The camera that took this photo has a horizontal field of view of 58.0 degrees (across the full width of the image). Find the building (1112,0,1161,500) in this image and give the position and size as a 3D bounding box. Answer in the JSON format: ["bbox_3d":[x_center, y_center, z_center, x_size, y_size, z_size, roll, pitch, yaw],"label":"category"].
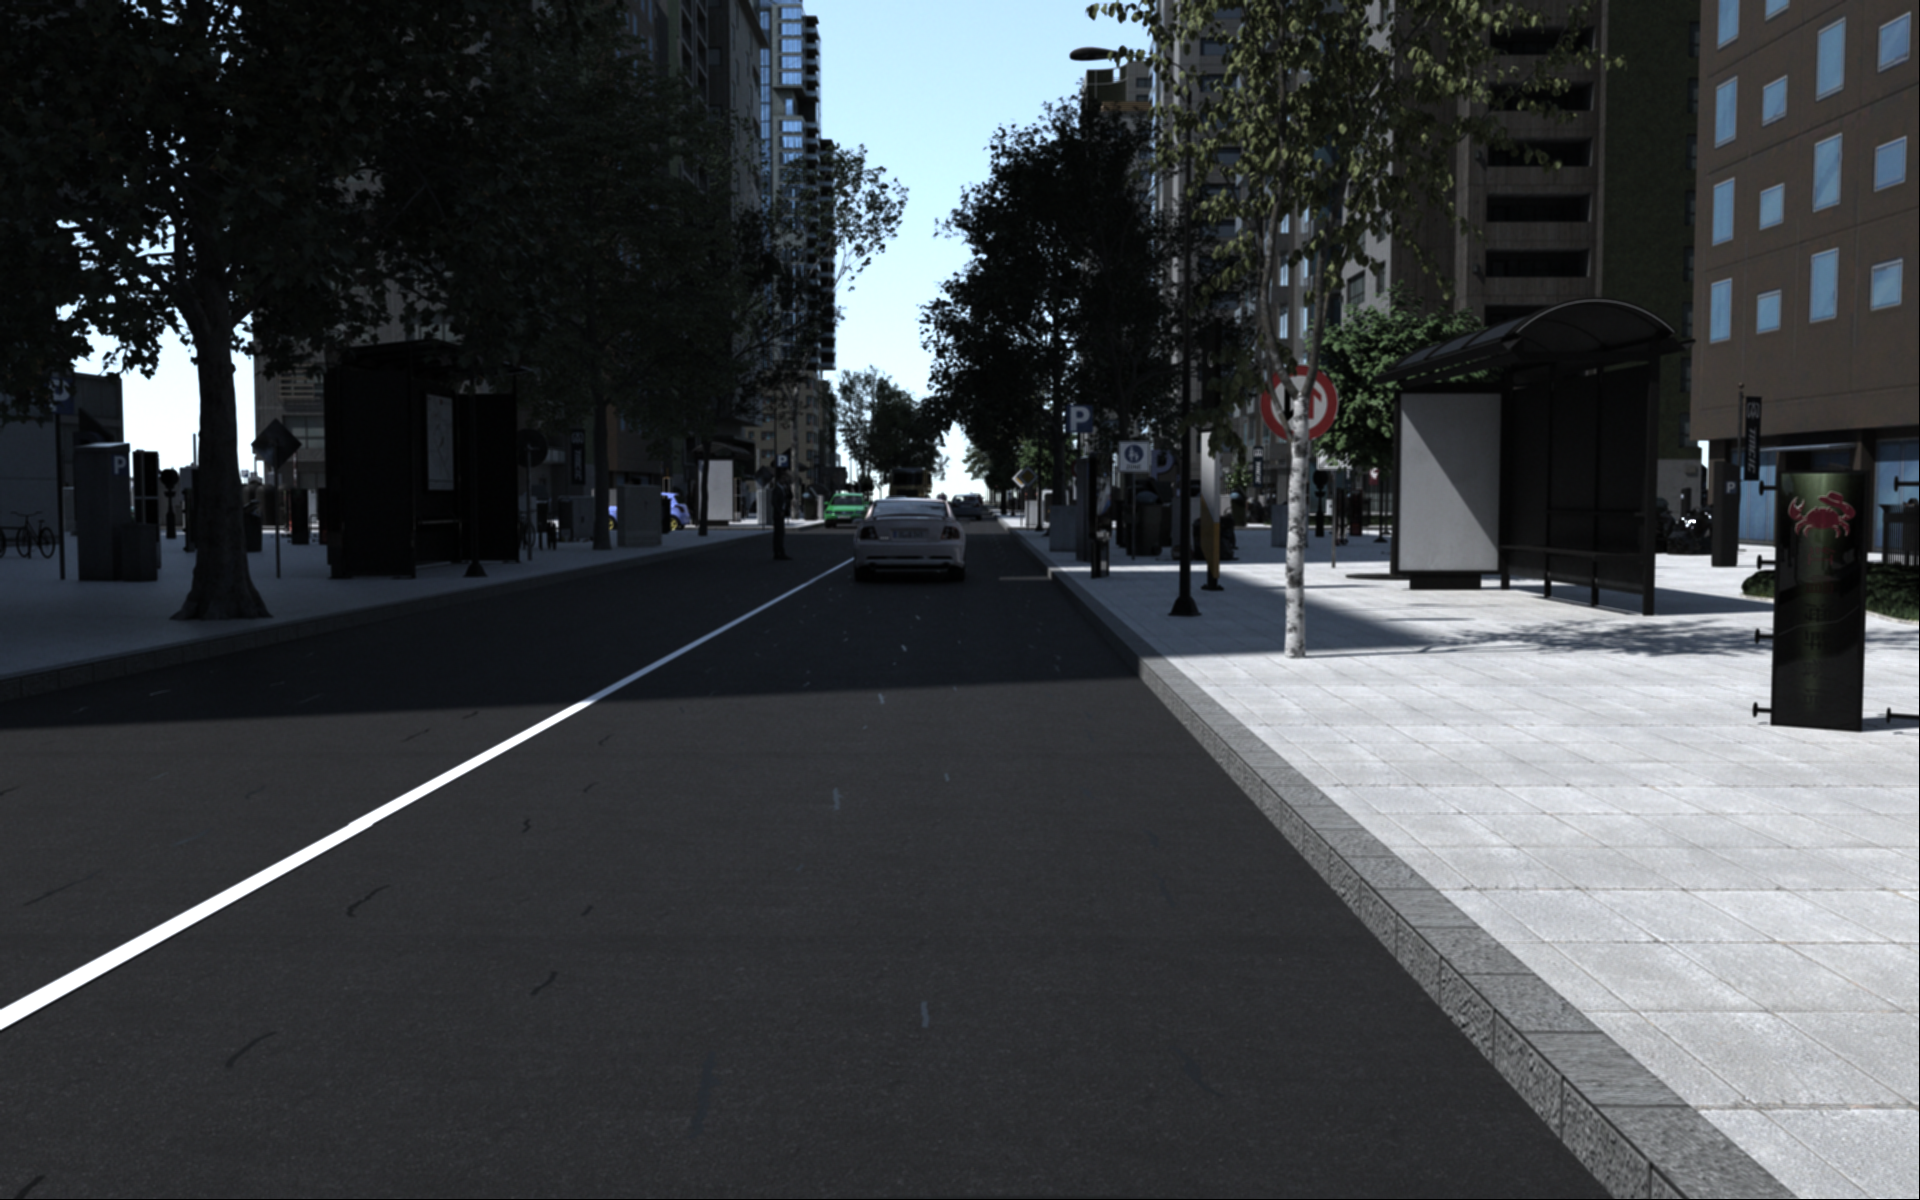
[{"bbox_3d":[29.151,-53.533,187.928,22.319,86.520,31.000,0,4,0],"label":"building"}]

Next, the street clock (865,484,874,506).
[{"bbox_3d":[-6.425,-7.390,125.389,0.358,2.002,0.471,1,4,18],"label":"street clock"}]

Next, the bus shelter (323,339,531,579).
[{"bbox_3d":[-8.741,-2.318,29.178,1.731,3.624,6.357,0,4,1],"label":"bus shelter"}]

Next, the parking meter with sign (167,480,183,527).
[{"bbox_3d":[-31.163,-4.368,67.685,1.738,3.016,0.543,0,4,-3],"label":"parking meter with sign"}]

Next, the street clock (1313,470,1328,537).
[{"bbox_3d":[10.789,-2.894,51.888,0.358,2.002,0.471,-1,4,-23],"label":"street clock"}]

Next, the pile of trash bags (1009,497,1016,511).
[{"bbox_3d":[4.946,-7.625,134.416,1.912,1.369,3.447,-1,4,-10],"label":"pile of trash bags"}]

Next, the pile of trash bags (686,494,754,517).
[{"bbox_3d":[-13.488,-5.233,95.315,3.447,1.369,1.912,-3,4,-37],"label":"pile of trash bags"}]

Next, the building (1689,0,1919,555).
[{"bbox_3d":[26.321,-23.717,37.885,14.600,45.320,14.200,0,4,0],"label":"building"}]

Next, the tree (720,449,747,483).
[{"bbox_3d":[-17.142,-8.666,125.396,4.285,4.588,4.351,0,3,0],"label":"tree"}]

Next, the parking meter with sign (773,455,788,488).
[{"bbox_3d":[-8.079,-4.960,77.361,0.543,3.016,1.738,-1,4,-16],"label":"parking meter with sign"}]

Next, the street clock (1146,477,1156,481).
[{"bbox_3d":[8.117,-4.233,73.785,0.471,2.002,0.358,2,4,23],"label":"street clock"}]

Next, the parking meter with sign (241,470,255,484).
[{"bbox_3d":[-56.086,-8.594,136.764,0.543,3.016,1.738,-3,5,-45],"label":"parking meter with sign"}]

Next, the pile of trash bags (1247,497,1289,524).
[{"bbox_3d":[13.683,-3.944,74.236,1.912,1.369,3.447,-1,4,-21],"label":"pile of trash bags"}]

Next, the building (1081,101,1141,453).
[{"bbox_3d":[29.187,-44.315,266.556,21.231,58.520,28.212,0,4,0],"label":"building"}]

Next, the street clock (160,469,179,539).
[{"bbox_3d":[-22.740,-2.771,49.870,0.471,2.002,0.358,1,4,19],"label":"street clock"}]

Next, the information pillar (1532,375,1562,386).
[{"bbox_3d":[9.928,-2.323,29.328,0.504,3.616,0.183,1,4,18],"label":"information pillar"}]

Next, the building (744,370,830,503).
[{"bbox_3d":[-34.230,-25.173,256.620,27.650,21.520,28.899,0,4,0],"label":"building"}]

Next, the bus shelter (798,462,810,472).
[{"bbox_3d":[-10.388,-6.817,105.374,2.014,3.302,5.546,0,4,1],"label":"bus shelter"}]

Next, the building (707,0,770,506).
[{"bbox_3d":[-35.082,-36.007,177.951,28.713,52.752,27.495,0,4,0],"label":"building"}]

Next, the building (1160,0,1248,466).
[{"bbox_3d":[28.876,-37.722,158.755,21.231,58.520,28.212,0,4,0],"label":"building"}]

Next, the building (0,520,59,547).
[{"bbox_3d":[-35.391,-27.081,32.006,27.495,52.752,28.713,0,4,0],"label":"building"}]

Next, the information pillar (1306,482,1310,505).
[{"bbox_3d":[21.145,-6.196,105.799,0.304,2.012,0.304,-1,4,-19],"label":"information pillar"}]

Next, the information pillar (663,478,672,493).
[{"bbox_3d":[-13.027,-4.450,77.256,0.304,2.012,0.304,1,4,18],"label":"information pillar"}]

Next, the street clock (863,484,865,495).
[{"bbox_3d":[-6.947,-7.467,126.658,0.471,2.002,0.358,-1,4,-17],"label":"street clock"}]

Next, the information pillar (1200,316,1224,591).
[{"bbox_3d":[3.354,-1.944,23.135,0.183,3.616,0.504,-1,4,-14],"label":"information pillar"}]

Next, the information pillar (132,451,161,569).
[{"bbox_3d":[-13.970,-1.545,29.757,0.304,2.012,0.304,2,4,35],"label":"information pillar"}]

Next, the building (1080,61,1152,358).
[{"bbox_3d":[28.828,-52.162,291.104,20.563,71.187,20.611,0,4,0],"label":"building"}]

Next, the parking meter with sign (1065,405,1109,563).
[{"bbox_3d":[2.477,-2.253,33.101,0.543,3.016,1.738,-1,4,-11],"label":"parking meter with sign"}]

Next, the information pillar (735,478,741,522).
[{"bbox_3d":[-10.230,-4.578,79.346,0.304,2.012,0.304,-3,4,-38],"label":"information pillar"}]

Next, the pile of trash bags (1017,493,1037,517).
[{"bbox_3d":[4.406,-5.210,94.930,1.912,1.369,3.447,0,4,-4],"label":"pile of trash bags"}]

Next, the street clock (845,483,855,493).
[{"bbox_3d":[-7.345,-6.708,114.246,0.471,2.002,0.358,-1,4,-19],"label":"street clock"}]

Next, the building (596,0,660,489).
[{"bbox_3d":[-27.610,-28.185,110.935,14.600,45.320,14.200,0,4,0],"label":"building"}]

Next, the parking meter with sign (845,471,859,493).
[{"bbox_3d":[-8.118,-8.364,133.015,1.738,3.016,0.543,2,4,32],"label":"parking meter with sign"}]

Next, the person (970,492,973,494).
[{"bbox_3d":[1.666,-15.845,267.439,0.709,1.838,0.599,-3,4,-39],"label":"person"}]

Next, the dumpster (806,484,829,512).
[{"bbox_3d":[-7.982,-5.562,96.692,1.264,1.857,1.865,0,4,0],"label":"dumpster"}]

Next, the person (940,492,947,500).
[{"bbox_3d":[-2.261,-13.680,232.850,0.721,1.739,1.217,3,5,44],"label":"person"}]

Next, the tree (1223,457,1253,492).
[{"bbox_3d":[14.095,-5.694,87.703,1.663,3.219,1.824,0,3,0],"label":"tree"}]

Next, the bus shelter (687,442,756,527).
[{"bbox_3d":[-9.594,-4.670,70.270,2.014,3.302,5.546,0,4,0],"label":"bus shelter"}]

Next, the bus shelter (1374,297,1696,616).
[{"bbox_3d":[6.563,-1.633,20.621,2.014,3.302,5.546,0,4,0],"label":"bus shelter"}]

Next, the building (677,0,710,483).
[{"bbox_3d":[-30.919,-43.716,153.001,20.563,71.187,20.611,0,4,0],"label":"building"}]

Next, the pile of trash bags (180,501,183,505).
[{"bbox_3d":[-63.681,-8.095,142.098,3.447,1.369,1.912,2,4,28],"label":"pile of trash bags"}]

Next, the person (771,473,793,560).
[{"bbox_3d":[-3.885,-1.843,38.002,0.474,1.900,0.648,0,4,-2],"label":"person"}]

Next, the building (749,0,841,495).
[{"bbox_3d":[-30.508,-59.447,284.636,22.319,86.520,31.000,0,4,0],"label":"building"}]

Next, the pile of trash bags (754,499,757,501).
[{"bbox_3d":[-13.132,-6.892,122.438,1.912,1.369,3.447,3,4,39],"label":"pile of trash bags"}]

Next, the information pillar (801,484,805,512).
[{"bbox_3d":[-10.995,-7.157,121.502,0.304,2.012,0.304,0,4,-2],"label":"information pillar"}]

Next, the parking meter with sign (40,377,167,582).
[{"bbox_3d":[-12.705,-1.798,25.653,1.738,3.016,0.543,1,4,20],"label":"parking meter with sign"}]

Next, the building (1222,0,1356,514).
[{"bbox_3d":[31.875,-30.777,122.815,23.786,49.044,30.456,0,4,0],"label":"building"}]

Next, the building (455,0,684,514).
[{"bbox_3d":[-29.584,-27.497,133.177,14.154,41.232,14.086,0,4,0],"label":"building"}]

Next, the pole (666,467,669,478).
[{"bbox_3d":[-22.361,-8.472,132.353,0.158,3.312,0.155,0,3,0],"label":"pole"}]

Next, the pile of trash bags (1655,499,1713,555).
[{"bbox_3d":[15.160,-1.730,38.042,1.912,1.369,3.447,-2,4,-31],"label":"pile of trash bags"}]

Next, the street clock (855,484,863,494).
[{"bbox_3d":[-7.486,-7.394,125.454,0.471,2.002,0.358,-1,4,-16],"label":"street clock"}]

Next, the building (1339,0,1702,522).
[{"bbox_3d":[27.287,-19.217,85.908,14.107,30.474,14.160,0,4,0],"label":"building"}]

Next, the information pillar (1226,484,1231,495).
[{"bbox_3d":[18.254,-6.914,117.529,0.304,2.012,0.304,-2,4,-28],"label":"information pillar"}]

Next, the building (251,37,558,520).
[{"bbox_3d":[-26.974,-24.793,88.953,14.154,41.232,14.086,0,4,0],"label":"building"}]
